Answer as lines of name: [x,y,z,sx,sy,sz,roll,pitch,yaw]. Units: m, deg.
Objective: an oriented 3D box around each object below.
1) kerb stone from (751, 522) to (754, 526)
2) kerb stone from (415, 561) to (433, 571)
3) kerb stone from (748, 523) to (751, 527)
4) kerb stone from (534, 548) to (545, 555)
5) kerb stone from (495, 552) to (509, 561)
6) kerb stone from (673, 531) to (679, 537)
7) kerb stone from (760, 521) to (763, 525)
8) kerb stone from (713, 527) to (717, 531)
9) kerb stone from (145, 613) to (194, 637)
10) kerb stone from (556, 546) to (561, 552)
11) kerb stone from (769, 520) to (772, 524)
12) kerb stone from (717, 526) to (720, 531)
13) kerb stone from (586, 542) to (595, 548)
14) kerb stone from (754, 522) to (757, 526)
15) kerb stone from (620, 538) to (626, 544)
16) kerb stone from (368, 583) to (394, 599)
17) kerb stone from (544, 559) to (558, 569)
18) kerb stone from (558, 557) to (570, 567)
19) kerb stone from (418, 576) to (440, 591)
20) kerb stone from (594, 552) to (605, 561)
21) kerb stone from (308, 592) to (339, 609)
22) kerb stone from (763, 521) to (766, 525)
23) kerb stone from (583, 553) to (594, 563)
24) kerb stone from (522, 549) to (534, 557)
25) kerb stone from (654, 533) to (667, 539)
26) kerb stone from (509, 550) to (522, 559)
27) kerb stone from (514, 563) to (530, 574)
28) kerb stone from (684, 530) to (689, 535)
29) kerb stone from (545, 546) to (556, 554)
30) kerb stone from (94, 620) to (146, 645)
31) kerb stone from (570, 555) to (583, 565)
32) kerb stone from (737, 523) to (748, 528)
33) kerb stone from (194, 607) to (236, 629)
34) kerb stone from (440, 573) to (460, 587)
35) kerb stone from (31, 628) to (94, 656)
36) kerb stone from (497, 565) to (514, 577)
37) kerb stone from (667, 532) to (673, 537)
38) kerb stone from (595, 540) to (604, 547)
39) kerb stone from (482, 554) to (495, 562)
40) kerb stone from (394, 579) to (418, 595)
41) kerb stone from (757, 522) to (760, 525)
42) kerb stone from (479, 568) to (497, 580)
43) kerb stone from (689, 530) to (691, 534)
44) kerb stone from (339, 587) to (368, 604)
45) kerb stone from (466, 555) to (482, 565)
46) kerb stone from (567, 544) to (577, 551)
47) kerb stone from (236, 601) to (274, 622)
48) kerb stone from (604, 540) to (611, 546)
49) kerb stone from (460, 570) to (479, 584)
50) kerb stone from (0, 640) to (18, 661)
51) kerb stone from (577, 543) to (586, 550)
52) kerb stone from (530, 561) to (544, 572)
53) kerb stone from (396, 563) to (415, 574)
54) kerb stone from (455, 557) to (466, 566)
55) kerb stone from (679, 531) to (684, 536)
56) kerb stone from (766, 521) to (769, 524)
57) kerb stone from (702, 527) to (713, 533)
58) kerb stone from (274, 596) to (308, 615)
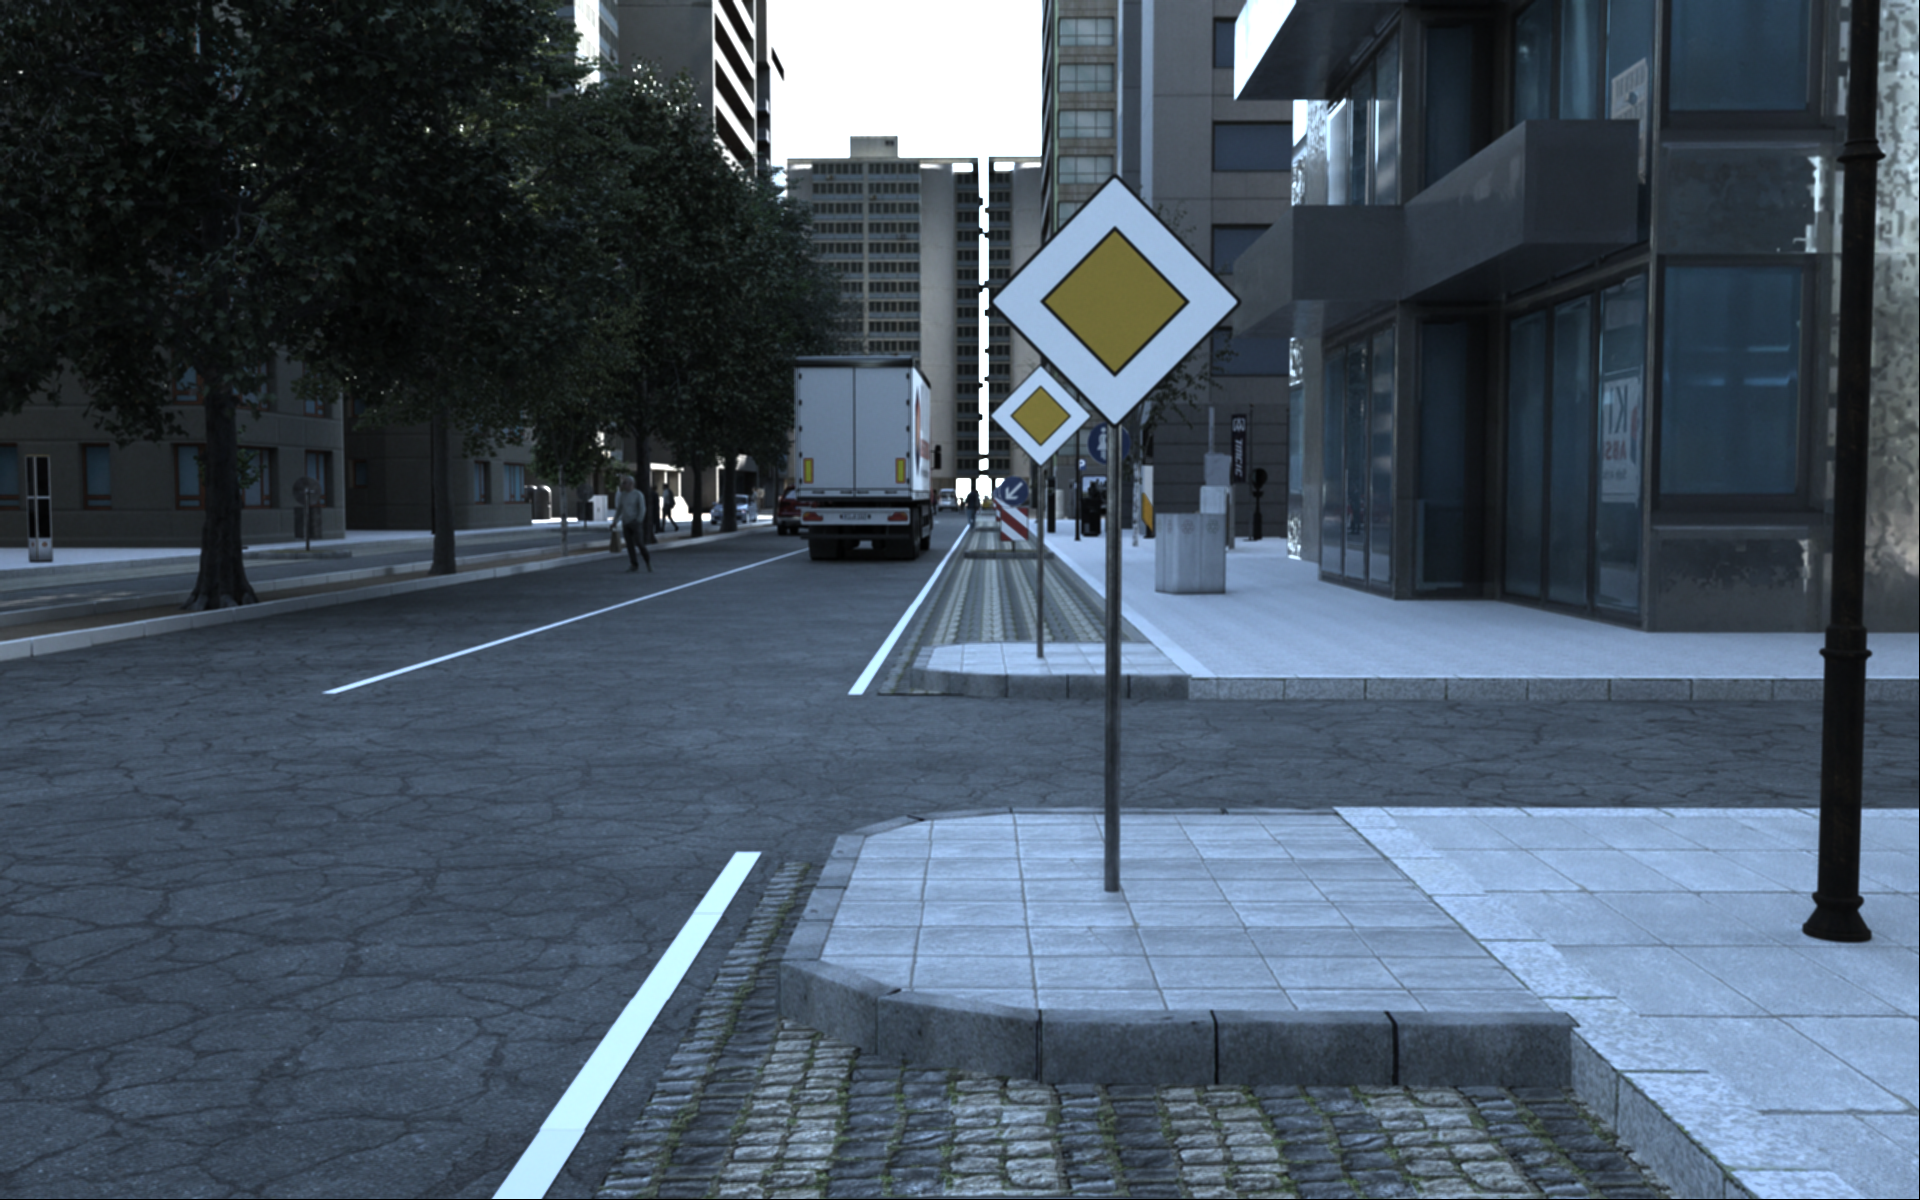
kerb stone: [-9.314,-3.307,76.323,0.120,0.150,1.000,0,4,1]
kerb stone: [-10.076,-0.616,32.267,0.120,0.150,1.000,0,4,1]
kerb stone: [-9.338,-3.246,75.295,0.120,0.150,1.000,0,4,1]
kerb stone: [-9.943,-1.116,40.460,0.120,0.150,1.000,0,4,1]
kerb stone: [-9.994,-0.926,37.385,0.120,0.150,1.000,0,4,1]
kerb stone: [-9.632,-2.182,57.892,0.120,0.150,1.000,0,4,1]
kerb stone: [-9.262,-3.499,79.404,0.120,0.150,1.000,0,4,1]
kerb stone: [-9.496,-2.681,66.071,0.120,0.150,1.000,0,4,1]
kerb stone: [-8.226,0.264,17.879,0.120,0.150,1.000,0,4,1]
kerb stone: [-9.899,-1.238,42.508,0.120,0.150,1.000,0,4,1]
kerb stone: [-9.213,-3.687,82.479,0.120,0.150,1.000,0,4,1]
kerb stone: [-9.480,-2.746,67.099,0.120,0.150,1.000,0,4,1]
kerb stone: [-9.850,-1.430,45.580,0.120,0.150,1.000,0,4,1]
kerb stone: [-9.306,-3.374,77.354,0.120,0.150,1.000,0,4,1]
kerb stone: [-9.759,-1.744,50.715,0.120,0.150,1.000,0,4,1]
kerb stone: [-8.119,-0.111,24.017,0.120,0.150,1.000,0,4,1]
kerb stone: [-7.957,-0.669,33.233,0.120,0.150,1.000,0,4,1]
kerb stone: [-7.939,-0.736,34.258,0.120,0.150,1.000,0,4,1]
kerb stone: [-8.084,-0.237,26.075,0.120,0.150,1.000,0,4,1]
kerb stone: [-7.887,-0.923,37.329,0.120,0.150,1.000,0,4,1]
kerb stone: [-8.154,0.014,21.973,0.120,0.150,1.000,0,4,1]
kerb stone: [-9.245,-3.561,80.426,0.120,0.150,1.000,0,4,1]
kerb stone: [-7.903,-0.857,36.302,0.120,0.150,1.000,0,4,1]
kerb stone: [-9.953,-1.050,39.431,0.120,0.150,1.000,0,4,1]
kerb stone: [-9.669,-2.058,55.847,0.120,0.150,1.000,0,4,1]
kerb stone: [-9.973,-0.992,38.408,0.120,0.150,1.000,0,4,1]
kerb stone: [-7.991,-0.547,31.188,0.120,0.150,1.000,0,4,1]
kerb stone: [-9.604,-2.303,59.937,0.120,0.150,1.000,0,4,1]
kerb stone: [-9.918,-1.173,41.482,0.120,0.150,1.000,0,4,1]
kerb stone: [-8.248,0.331,16.857,0.120,0.150,1.000,0,4,1]
kerb stone: [-7.919,-0.800,35.280,0.120,0.150,1.000,0,4,1]
kerb stone: [-9.347,-3.185,74.273,0.120,0.150,1.000,0,4,1]
kerb stone: [-8.207,0.205,18.901,0.120,0.150,1.000,0,4,1]
kerb stone: [-8.069,-0.300,27.097,0.120,0.150,1.000,0,4,1]
kerb stone: [-8.255,0.390,15.827,0.120,0.150,1.000,0,4,1]
kerb stone: [-8.008,-0.487,30.164,0.120,0.150,1.000,0,4,1]
kerb stone: [-9.656,-2.121,56.869,0.120,0.150,1.000,0,4,1]
kerb stone: [-9.833,-1.492,46.609,0.120,0.150,1.000,0,4,1]
kerb stone: [-10.011,-0.861,36.361,0.120,0.150,1.000,0,4,1]
kerb stone: [-8.100,-0.174,25.043,0.120,0.150,1.000,0,4,1]
kerb stone: [-9.278,-3.436,78.382,0.120,0.150,1.000,0,4,1]
kerb stone: [-8.037,-0.422,29.142,0.120,0.150,1.000,0,4,1]
kerb stone: [-9.586,-2.371,60.959,0.120,0.150,1.000,0,4,1]
kerb stone: [-8.134,-0.044,22.995,0.120,0.150,1.000,0,4,1]
kerb stone: [-10.021,-0.798,35.336,0.120,0.150,1.000,0,4,1]
kerb stone: [-9.881,-1.300,43.530,0.120,0.150,1.000,0,4,1]
kerb stone: [-8.186,0.141,19.929,0.120,0.150,1.000,0,4,1]
kerb stone: [-9.813,-1.556,47.631,0.120,0.150,1.000,0,4,1]
kerb stone: [-8.055,-0.360,28.120,0.120,0.150,1.000,0,4,1]
kerb stone: [-8.277,0.455,14.800,0.120,0.150,1.000,0,4,1]
kerb stone: [-9.865,-1.364,44.552,0.120,0.150,1.000,0,4,1]
kerb stone: [-7.979,-0.612,32.210,0.120,0.150,1.000,0,4,1]
kerb stone: [-10.096,-0.547,31.240,0.120,0.150,1.000,0,4,1]
kerb stone: [-10.046,-0.741,34.311,0.120,0.150,1.000,0,4,1]
kerb stone: [-9.620,-2.246,58.914,0.120,0.150,1.000,0,4,1]
kerb stone: [-9.229,-3.620,81.448,0.120,0.150,1.000,0,4,1]
kerb stone: [-9.511,-2.621,65.047,0.120,0.150,1.000,0,4,1]
kerb stone: [-8.173,0.076,20.951,0.120,0.150,1.000,0,4,1]
